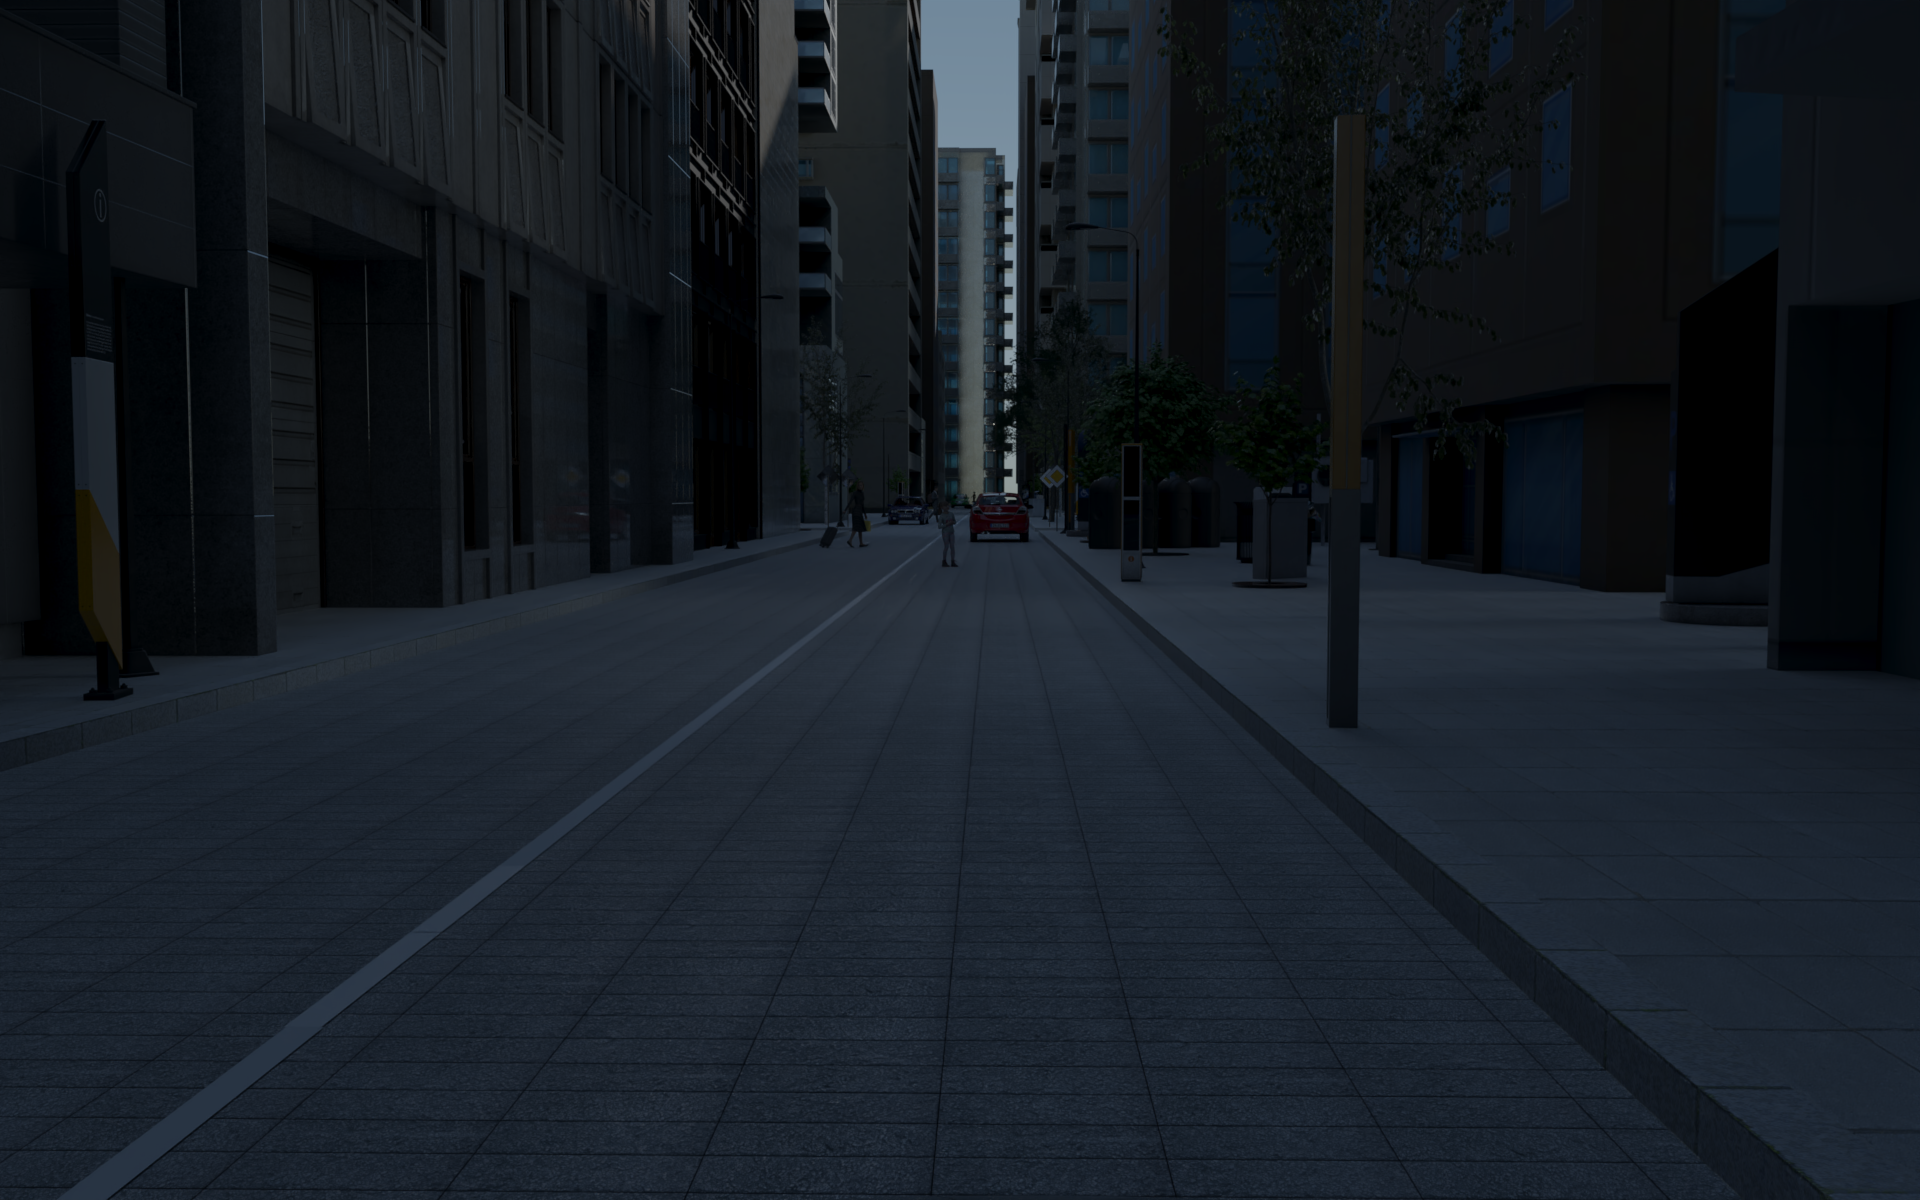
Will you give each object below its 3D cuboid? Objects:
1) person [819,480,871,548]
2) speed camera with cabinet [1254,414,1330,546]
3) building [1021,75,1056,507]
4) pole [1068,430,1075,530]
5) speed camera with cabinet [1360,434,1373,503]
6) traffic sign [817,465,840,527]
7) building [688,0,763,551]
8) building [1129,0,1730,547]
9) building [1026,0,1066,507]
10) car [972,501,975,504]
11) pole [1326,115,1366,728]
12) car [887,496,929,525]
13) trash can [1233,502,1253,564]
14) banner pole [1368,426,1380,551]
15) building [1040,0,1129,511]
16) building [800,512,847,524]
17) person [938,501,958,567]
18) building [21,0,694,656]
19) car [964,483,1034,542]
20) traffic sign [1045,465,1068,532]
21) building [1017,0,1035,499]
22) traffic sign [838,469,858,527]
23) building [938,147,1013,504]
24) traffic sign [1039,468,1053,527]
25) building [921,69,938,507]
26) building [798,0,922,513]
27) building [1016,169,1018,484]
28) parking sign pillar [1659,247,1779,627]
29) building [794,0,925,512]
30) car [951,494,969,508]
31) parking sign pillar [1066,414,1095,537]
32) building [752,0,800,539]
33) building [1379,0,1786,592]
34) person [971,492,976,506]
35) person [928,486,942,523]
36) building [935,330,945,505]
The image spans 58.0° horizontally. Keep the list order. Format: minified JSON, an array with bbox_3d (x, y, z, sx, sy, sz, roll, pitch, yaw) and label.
[{"bbox_3d":[-3.061,-2.310,46.479,1.509,1.804,0.699,-2,4,-26],"label":"person"},{"bbox_3d":[8.224,-2.936,42.334,2.038,3.252,0.660,-1,4,-16],"label":"speed camera with cabinet"},{"bbox_3d":[13.816,-32.551,182.323,14.600,45.320,14.200,0,4,1],"label":"building"},{"bbox_3d":[3.539,-3.741,55.007,0.158,3.312,0.155,0,3,0],"label":"pole"},{"bbox_3d":[10.837,-3.042,44.073,2.038,3.252,0.660,0,4,6],"label":"speed camera with cabinet"},{"bbox_3d":[-4.523,-3.415,59.474,0.795,2.450,0.064,0,4,1],"label":"traffic sign"},{"bbox_3d":[-11.929,-12.919,40.902,12.332,23.373,15.834,0,4,1],"label":"building"},{"bbox_3d":[12.476,-24.520,51.015,14.600,45.320,14.200,0,4,1],"label":"building"},{"bbox_3d":[20.641,-34.961,160.857,28.713,52.752,27.495,0,4,1],"label":"building"},{"bbox_3d":[1.669,-4.938,92.534,2.131,1.459,4.920,0,4,3],"label":"car"},{"bbox_3d":[2.110,-0.956,9.472,0.158,3.312,0.155,0,3,0],"label":"pole"},{"bbox_3d":[-2.413,-4.232,81.769,1.945,1.354,3.894,0,4,3],"label":"car"},{"bbox_3d":[5.441,-1.254,32.152,0.748,1.137,0.748,0,3,0],"label":"trash can"},{"bbox_3d":[9.664,-3.011,39.246,0.401,3.779,0.863,-3,4,-36],"label":"banner pole"},{"bbox_3d":[18.044,-30.986,126.236,23.786,49.044,30.456,0,4,1],"label":"building"},{"bbox_3d":[-16.626,-47.443,88.361,22.319,86.520,31.000,0,4,1],"label":"building"},{"bbox_3d":[-0.214,-1.300,34.039,0.394,1.301,0.425,3,5,41],"label":"person"},{"bbox_3d":[-11.363,-12.536,22.994,12.078,24.808,19.932,0,4,1],"label":"building"},{"bbox_3d":[1.196,-2.696,53.119,2.155,1.783,4.494,0,4,1],"label":"car"},{"bbox_3d":[3.319,-3.404,59.296,0.795,2.450,0.064,0,4,1],"label":"traffic sign"},{"bbox_3d":[17.285,-40.444,203.255,21.231,58.520,28.212,0,4,1],"label":"building"},{"bbox_3d":[-4.361,-3.903,67.458,0.795,2.450,0.064,0,4,1],"label":"traffic sign"},{"bbox_3d":[-8.002,-37.775,237.228,30.456,49.044,23.786,0,4,1],"label":"building"},{"bbox_3d":[3.481,-3.892,67.279,0.795,2.450,0.064,0,4,1],"label":"traffic sign"},{"bbox_3d":[-9.414,-32.418,180.142,14.600,45.320,14.200,0,4,1],"label":"building"},{"bbox_3d":[-13.849,-30.581,123.708,21.300,48.544,21.600,0,4,1],"label":"building"},{"bbox_3d":[14.675,-35.584,231.914,14.200,45.320,14.600,0,4,1],"label":"building"},{"bbox_3d":[7.828,-1.765,17.336,1.447,3.967,1.447,1,4,12],"label":"parking sign pillar"},{"bbox_3d":[-14.126,-51.605,156.417,22.319,86.520,31.000,0,4,1],"label":"building"},{"bbox_3d":[0.022,-10.286,176.972,1.959,1.807,4.718,0,4,2],"label":"car"},{"bbox_3d":[3.929,-3.902,52.272,1.447,3.967,1.447,1,4,20],"label":"parking sign pillar"},{"bbox_3d":[-13.981,-12.171,53.748,16.860,20.320,10.420,0,4,1],"label":"building"},{"bbox_3d":[15.103,-23.098,27.759,14.600,45.320,14.200,0,4,1],"label":"building"},{"bbox_3d":[1.610,-12.084,206.904,0.721,1.723,1.217,2,4,28],"label":"person"},{"bbox_3d":[-1.287,-4.798,86.912,0.822,1.834,0.622,0,4,-2],"label":"person"},{"bbox_3d":[-16.607,-22.055,205.634,28.899,21.520,27.650,0,4,1],"label":"building"}]
